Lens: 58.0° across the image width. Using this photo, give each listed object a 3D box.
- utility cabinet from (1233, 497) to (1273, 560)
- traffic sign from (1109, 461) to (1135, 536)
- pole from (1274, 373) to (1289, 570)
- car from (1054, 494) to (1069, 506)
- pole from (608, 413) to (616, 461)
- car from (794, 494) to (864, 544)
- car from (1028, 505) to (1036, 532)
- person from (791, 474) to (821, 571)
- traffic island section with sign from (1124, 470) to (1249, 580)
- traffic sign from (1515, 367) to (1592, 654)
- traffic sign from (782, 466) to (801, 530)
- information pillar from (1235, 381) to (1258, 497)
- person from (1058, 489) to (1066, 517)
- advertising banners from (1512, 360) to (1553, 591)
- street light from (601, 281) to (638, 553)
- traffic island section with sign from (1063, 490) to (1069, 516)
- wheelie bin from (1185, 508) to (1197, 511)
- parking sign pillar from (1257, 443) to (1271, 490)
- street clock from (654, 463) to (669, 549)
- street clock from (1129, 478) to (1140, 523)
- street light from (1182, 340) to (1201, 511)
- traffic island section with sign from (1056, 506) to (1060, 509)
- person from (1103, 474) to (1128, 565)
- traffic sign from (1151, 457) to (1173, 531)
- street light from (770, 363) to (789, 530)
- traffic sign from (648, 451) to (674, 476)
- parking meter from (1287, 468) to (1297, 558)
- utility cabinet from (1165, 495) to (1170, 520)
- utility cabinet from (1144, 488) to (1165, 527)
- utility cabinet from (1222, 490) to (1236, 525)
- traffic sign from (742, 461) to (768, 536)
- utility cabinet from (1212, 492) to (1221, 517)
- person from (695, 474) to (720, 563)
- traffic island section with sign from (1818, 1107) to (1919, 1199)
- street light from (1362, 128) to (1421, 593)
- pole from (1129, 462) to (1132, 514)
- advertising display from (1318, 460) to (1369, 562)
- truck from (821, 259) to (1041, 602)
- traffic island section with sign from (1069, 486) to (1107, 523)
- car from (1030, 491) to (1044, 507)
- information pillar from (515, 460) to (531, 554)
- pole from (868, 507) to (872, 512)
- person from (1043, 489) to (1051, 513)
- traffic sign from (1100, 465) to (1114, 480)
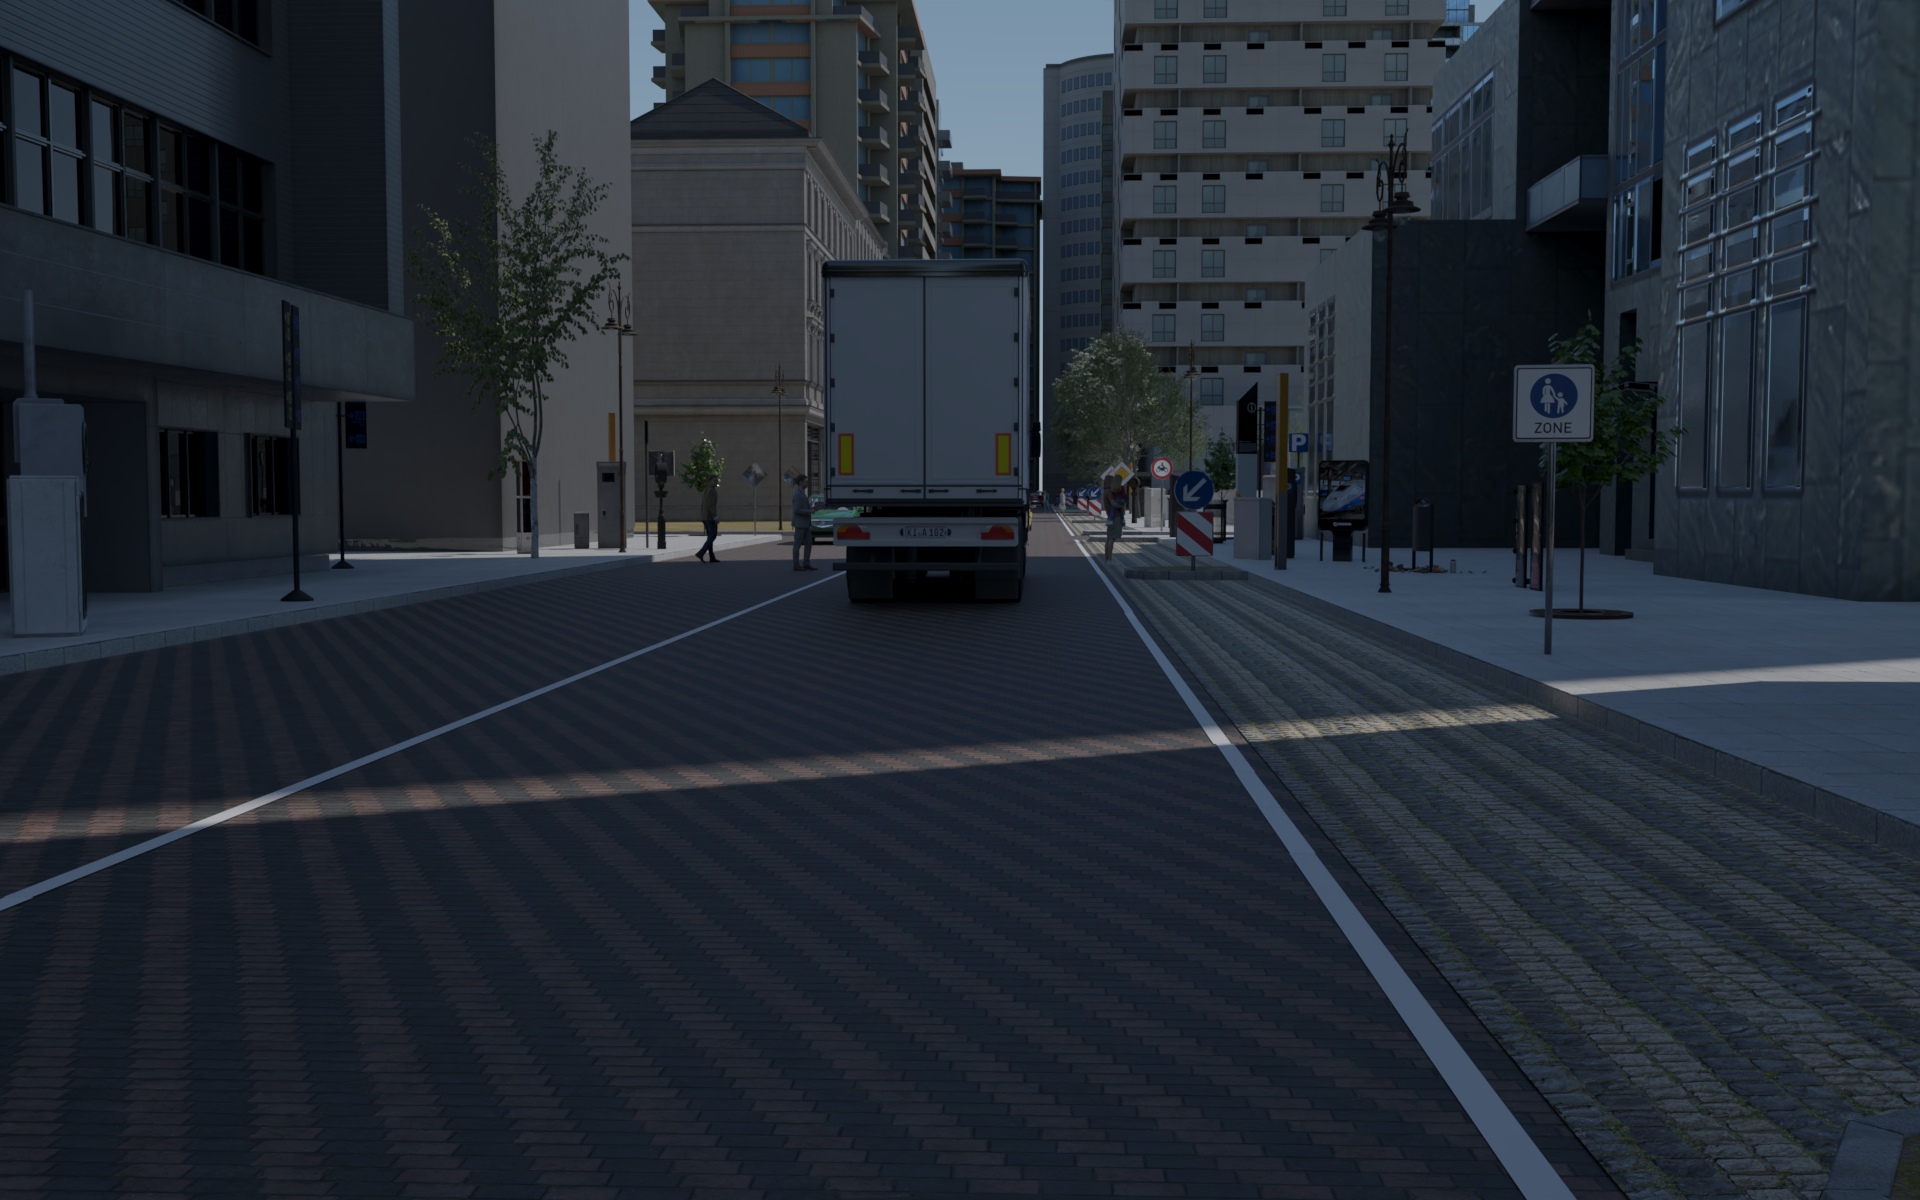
[{"bbox_3d":[5.775,-1.406,34.156,0.306,1.237,1.020,-1,4,-21],"label":"utility cabinet"},{"bbox_3d":[4.899,-2.988,52.494,0.795,2.450,0.064,0,4,3],"label":"traffic sign"},{"bbox_3d":[5.433,-2.167,29.267,0.158,3.312,0.155,0,3,0],"label":"pole"},{"bbox_3d":[11.921,-11.679,202.950,2.014,1.417,4.499,0,4,3],"label":"car"},{"bbox_3d":[-8.731,-3.037,43.502,0.158,3.312,0.155,0,3,0],"label":"pole"},{"bbox_3d":[-3.763,-2.383,50.756,2.131,1.459,4.920,0,4,2],"label":"car"},{"bbox_3d":[1.889,-3.460,66.791,2.015,1.641,3.980,0,4,4],"label":"car"},{"bbox_3d":[-2.876,-1.448,32.373,0.583,1.804,0.606,0,3,0],"label":"person"},{"bbox_3d":[3.826,-1.282,29.589,1.989,1.847,2.006,0,4,3],"label":"traffic island section with sign"},{"bbox_3d":[4.704,-0.713,13.794,0.606,2.300,0.079,1,4,11],"label":"traffic sign"},{"bbox_3d":[-5.899,-3.510,61.024,0.795,2.450,0.064,0,4,3],"label":"traffic sign"},{"bbox_3d":[5.944,-2.723,35.872,0.504,3.616,0.183,-2,4,-25],"label":"information pillar"},{"bbox_3d":[6.444,-6.165,109.651,0.624,1.780,0.694,0,4,-6],"label":"person"},{"bbox_3d":[7.676,-1.640,23.001,0.090,3.025,2.074,0,4,3],"label":"advertising banners"},{"bbox_3d":[-7.398,-3.975,37.785,0.468,5.910,1.993,0,4,3],"label":"street light"},{"bbox_3d":[7.777,-6.325,112.041,1.989,1.847,2.006,0,4,3],"label":"traffic island section with sign"},{"bbox_3d":[17.874,-7.752,134.659,0.693,1.594,0.980,-2,4,-29],"label":"wheelie bin"},{"bbox_3d":[15.778,-6.268,90.950,1.447,3.967,1.447,-1,4,-22],"label":"parking sign pillar"},{"bbox_3d":[-6.948,-2.184,40.283,0.358,2.002,0.471,-1,4,-18],"label":"street clock"},{"bbox_3d":[7.627,-4.353,75.745,0.471,2.002,0.358,2,4,34],"label":"street clock"},{"bbox_3d":[6.933,-4.845,51.995,0.468,5.910,1.993,0,4,3],"label":"street light"},{"bbox_3d":[10.189,-9.407,162.435,1.989,1.847,2.006,0,4,3],"label":"traffic island section with sign"},{"bbox_3d":[3.079,-1.605,34.722,0.580,1.828,0.573,3,4,38],"label":"person"},{"bbox_3d":[6.966,-3.649,59.769,0.768,2.556,0.104,0,4,5],"label":"traffic sign"},{"bbox_3d":[-6.357,-5.408,61.217,0.468,5.910,1.993,0,4,3],"label":"street light"},{"bbox_3d":[-7.014,-2.359,40.696,0.606,2.300,0.079,0,4,4],"label":"traffic sign"},{"bbox_3d":[6.524,-1.769,34.642,0.399,1.863,0.255,0,4,-2],"label":"parking meter"},{"bbox_3d":[10.021,-4.513,84.947,1.020,1.237,0.306,-1,4,-21],"label":"utility cabinet"},{"bbox_3d":[7.479,-3.529,66.375,0.318,1.500,1.173,2,4,34],"label":"utility cabinet"},{"bbox_3d":[11.209,-3.766,70.246,0.318,1.500,1.173,-2,4,-24],"label":"utility cabinet"},{"bbox_3d":[-6.281,-3.022,53.048,0.795,2.450,0.064,0,4,3],"label":"traffic sign"},{"bbox_3d":[14.058,-5.240,94.349,1.173,1.500,0.318,1,4,18],"label":"utility cabinet"},{"bbox_3d":[-5.199,-1.688,36.011,0.656,1.842,0.836,2,4,31],"label":"person"},{"bbox_3d":[2.537,0.365,2.665,1.989,1.847,2.006,0,4,3],"label":"traffic island section with sign"},{"bbox_3d":[5.537,-3.034,22.400,0.468,5.910,1.993,0,4,3],"label":"street light"},{"bbox_3d":[10.953,-7.179,111.218,0.158,3.312,0.155,0,3,0],"label":"pole"},{"bbox_3d":[7.277,-1.693,32.896,0.974,1.923,0.123,2,4,34],"label":"advertising display"},{"bbox_3d":[-0.178,-2.287,26.314,2.839,4.237,11.283,0,4,3],"label":"truck"},{"bbox_3d":[6.502,-4.678,85.115,1.989,1.847,2.006,0,4,3],"label":"traffic island section with sign"},{"bbox_3d":[8.636,-11.564,197.746,2.281,1.827,5.304,0,4,3],"label":"car"},{"bbox_3d":[-9.313,-1.994,37.092,0.304,2.012,0.304,-2,4,-35],"label":"information pillar"},{"bbox_3d":[-5.122,-6.393,98.369,0.158,3.312,0.155,0,3,0],"label":"pole"},{"bbox_3d":[6.435,-7.381,129.530,0.623,1.781,0.721,2,4,35],"label":"person"},{"bbox_3d":[5.282,-3.476,60.470,0.795,2.450,0.064,0,4,3],"label":"traffic sign"}]
